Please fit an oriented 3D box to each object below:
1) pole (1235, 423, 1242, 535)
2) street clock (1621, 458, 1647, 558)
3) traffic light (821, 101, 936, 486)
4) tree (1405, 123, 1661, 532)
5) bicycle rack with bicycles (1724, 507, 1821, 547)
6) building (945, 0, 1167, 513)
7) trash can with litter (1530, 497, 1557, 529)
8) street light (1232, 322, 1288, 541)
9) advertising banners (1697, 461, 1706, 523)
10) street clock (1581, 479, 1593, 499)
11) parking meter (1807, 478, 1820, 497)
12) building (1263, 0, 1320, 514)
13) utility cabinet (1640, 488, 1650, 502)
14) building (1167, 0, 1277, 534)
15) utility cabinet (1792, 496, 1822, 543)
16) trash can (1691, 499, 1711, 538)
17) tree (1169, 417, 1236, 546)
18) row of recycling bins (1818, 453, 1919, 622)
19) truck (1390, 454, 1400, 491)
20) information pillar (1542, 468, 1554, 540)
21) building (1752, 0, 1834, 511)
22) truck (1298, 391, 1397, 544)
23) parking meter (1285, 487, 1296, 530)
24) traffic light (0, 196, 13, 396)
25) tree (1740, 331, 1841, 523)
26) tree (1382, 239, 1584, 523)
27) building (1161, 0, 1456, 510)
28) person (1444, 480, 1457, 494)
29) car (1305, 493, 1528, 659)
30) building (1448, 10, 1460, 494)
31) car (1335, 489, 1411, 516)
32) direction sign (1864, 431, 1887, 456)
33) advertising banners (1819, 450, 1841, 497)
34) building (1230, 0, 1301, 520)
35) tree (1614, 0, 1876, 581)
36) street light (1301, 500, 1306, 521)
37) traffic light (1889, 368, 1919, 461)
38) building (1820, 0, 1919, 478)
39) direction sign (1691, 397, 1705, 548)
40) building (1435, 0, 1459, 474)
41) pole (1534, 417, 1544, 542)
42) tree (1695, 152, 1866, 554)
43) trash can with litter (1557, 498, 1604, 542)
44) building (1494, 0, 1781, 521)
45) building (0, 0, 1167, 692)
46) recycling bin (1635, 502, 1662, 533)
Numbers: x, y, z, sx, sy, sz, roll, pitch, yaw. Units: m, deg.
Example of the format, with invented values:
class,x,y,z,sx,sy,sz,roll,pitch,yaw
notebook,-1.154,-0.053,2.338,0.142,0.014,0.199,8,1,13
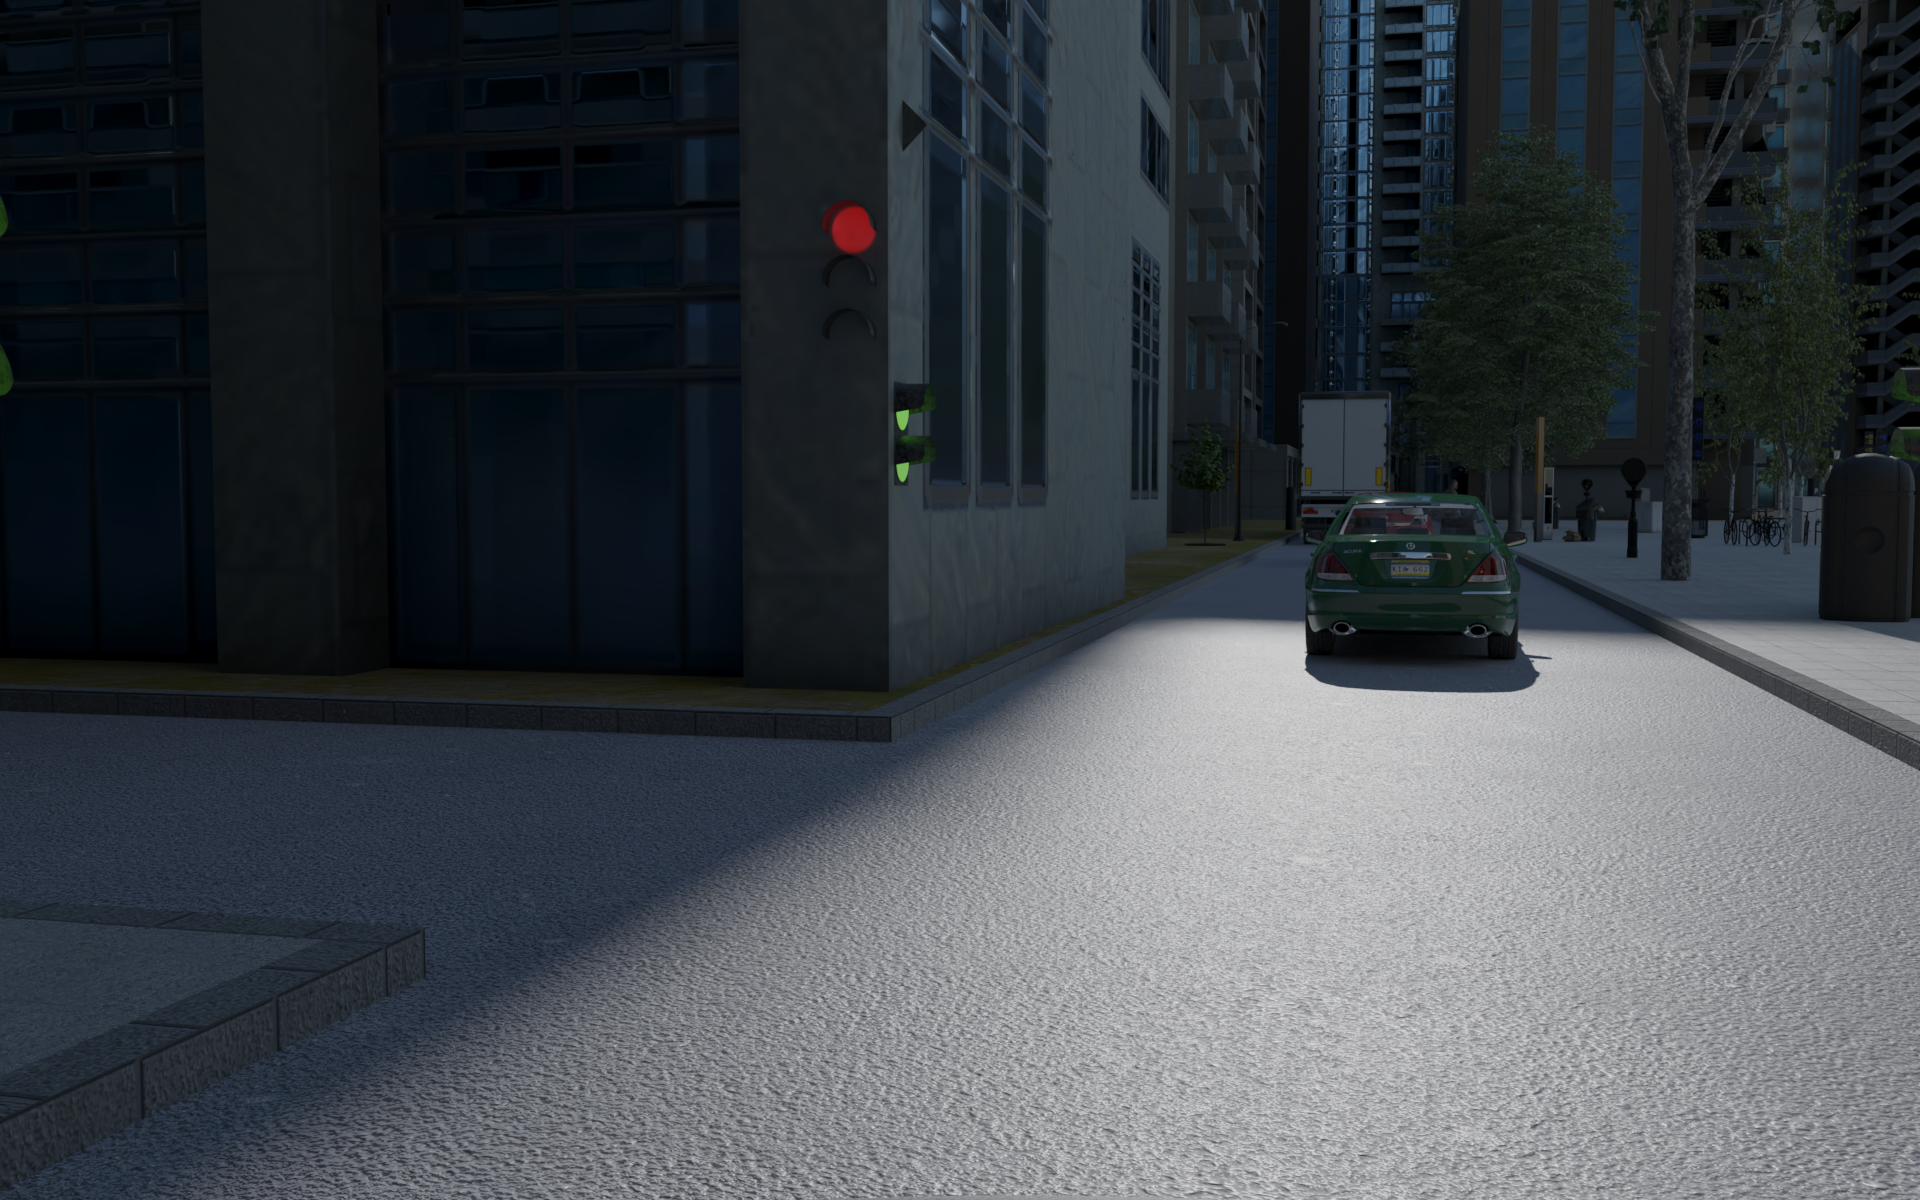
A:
class,x,y,z,sx,sy,sz,roll,pitch,yaw
pole,8.036,-3.433,49.979,0.158,3.312,0.155,0,3,0
street clock,13.523,-1.848,34.784,0.471,2.002,0.358,2,4,29
traffic light,-0.603,-1.377,11.440,0.839,4.253,0.868,1,4,14
tree,17.685,-8.289,53.659,7.486,12.596,7.792,0,3,0
bicycle rack with bicycles,20.275,-1.810,42.982,2.852,0.926,2.925,1,4,20
building,16.689,-51.179,149.441,31.000,86.520,22.319,1,4,14
trash can with litter,21.323,-3.163,63.104,1.055,1.170,0.624,1,4,23
street light,8.147,-4.555,47.018,1.470,5.913,1.316,1,4,14
advertising banners,27.125,-4.112,63.427,0.090,3.025,2.074,1,4,16
street clock,29.303,-4.673,80.969,0.471,2.002,0.358,0,4,4
parking meter,31.791,-3.598,64.535,0.399,1.863,0.255,-2,4,-27
building,15.993,-28.301,112.826,14.600,45.320,14.200,1,4,14
utility cabinet,24.383,-3.239,61.634,0.318,1.500,1.173,1,4,20
building,-0.380,-27.268,65.437,23.786,49.044,30.456,1,4,14
utility cabinet,22.304,-2.100,45.492,1.020,1.237,0.306,-2,4,-30
trash can,21.388,-2.361,50.260,0.748,1.137,0.748,0,3,0
tree,6.231,-2.974,43.228,1.663,3.219,1.824,0,3,0
row of recycling bins,10.229,-0.701,18.581,1.069,1.692,3.534,3,5,45
truck,30.738,-8.439,126.891,2.839,4.237,11.283,1,4,15
information pillar,16.300,-2.674,48.205,0.304,2.012,0.304,-1,4,-12
building,81.966,-33.432,166.227,30.456,49.044,23.786,1,4,14
truck,11.824,-3.901,52.690,2.839,4.237,11.283,1,4,14
parking meter,11.771,-3.254,61.611,0.372,1.533,0.369,0,3,0
traffic light,-2.507,-0.903,3.685,0.839,4.253,0.868,1,4,14
tree,36.847,-7.770,77.399,4.360,8.622,3.978,0,3,0
tree,22.962,-9.687,75.391,9.611,12.733,9.660,0,3,0
building,37.777,-52.751,175.152,31.000,86.520,22.319,1,4,14
person,13.994,-2.504,49.346,0.656,1.842,0.836,3,4,38
car,4.346,-0.294,16.600,2.131,1.459,4.920,1,4,15
building,36.770,-20.327,104.050,14.160,30.474,14.107,1,4,14
car,8.752,-1.617,35.470,2.155,1.783,4.494,1,4,15
direction sign,33.111,-4.325,62.712,0.876,3.537,0.379,0,4,-8
advertising banners,34.532,-4.455,69.034,2.074,3.025,0.090,-2,4,-35
building,8.703,-40.225,95.933,20.563,71.187,20.611,1,4,14
tree,11.638,-10.287,24.087,12.611,20.169,13.585,0,3,0
street light,16.706,-6.635,81.020,1.470,5.913,1.316,1,4,14
traffic light,5.822,-1.282,9.885,0.839,4.253,0.868,1,4,14
building,79.250,-29.929,139.455,14.200,45.320,14.600,1,4,14
direction sign,17.074,-2.985,40.799,0.379,3.537,0.876,-3,4,-38
building,50.859,-31.727,138.349,23.786,49.044,30.456,1,4,14
pole,15.358,-3.186,45.941,0.158,3.312,0.155,0,3,0
tree,17.510,-5.279,36.678,4.737,8.622,4.395,0,3,0
trash can with litter,16.739,-2.152,46.566,1.055,1.170,0.624,-2,4,-31
building,33.303,-26.898,89.899,14.600,45.320,14.200,1,4,14
building,-7.609,-43.645,26.262,22.319,86.520,31.000,1,4,14
recycling bin,22.806,-2.748,57.482,0.722,1.027,0.722,-3,5,-43
